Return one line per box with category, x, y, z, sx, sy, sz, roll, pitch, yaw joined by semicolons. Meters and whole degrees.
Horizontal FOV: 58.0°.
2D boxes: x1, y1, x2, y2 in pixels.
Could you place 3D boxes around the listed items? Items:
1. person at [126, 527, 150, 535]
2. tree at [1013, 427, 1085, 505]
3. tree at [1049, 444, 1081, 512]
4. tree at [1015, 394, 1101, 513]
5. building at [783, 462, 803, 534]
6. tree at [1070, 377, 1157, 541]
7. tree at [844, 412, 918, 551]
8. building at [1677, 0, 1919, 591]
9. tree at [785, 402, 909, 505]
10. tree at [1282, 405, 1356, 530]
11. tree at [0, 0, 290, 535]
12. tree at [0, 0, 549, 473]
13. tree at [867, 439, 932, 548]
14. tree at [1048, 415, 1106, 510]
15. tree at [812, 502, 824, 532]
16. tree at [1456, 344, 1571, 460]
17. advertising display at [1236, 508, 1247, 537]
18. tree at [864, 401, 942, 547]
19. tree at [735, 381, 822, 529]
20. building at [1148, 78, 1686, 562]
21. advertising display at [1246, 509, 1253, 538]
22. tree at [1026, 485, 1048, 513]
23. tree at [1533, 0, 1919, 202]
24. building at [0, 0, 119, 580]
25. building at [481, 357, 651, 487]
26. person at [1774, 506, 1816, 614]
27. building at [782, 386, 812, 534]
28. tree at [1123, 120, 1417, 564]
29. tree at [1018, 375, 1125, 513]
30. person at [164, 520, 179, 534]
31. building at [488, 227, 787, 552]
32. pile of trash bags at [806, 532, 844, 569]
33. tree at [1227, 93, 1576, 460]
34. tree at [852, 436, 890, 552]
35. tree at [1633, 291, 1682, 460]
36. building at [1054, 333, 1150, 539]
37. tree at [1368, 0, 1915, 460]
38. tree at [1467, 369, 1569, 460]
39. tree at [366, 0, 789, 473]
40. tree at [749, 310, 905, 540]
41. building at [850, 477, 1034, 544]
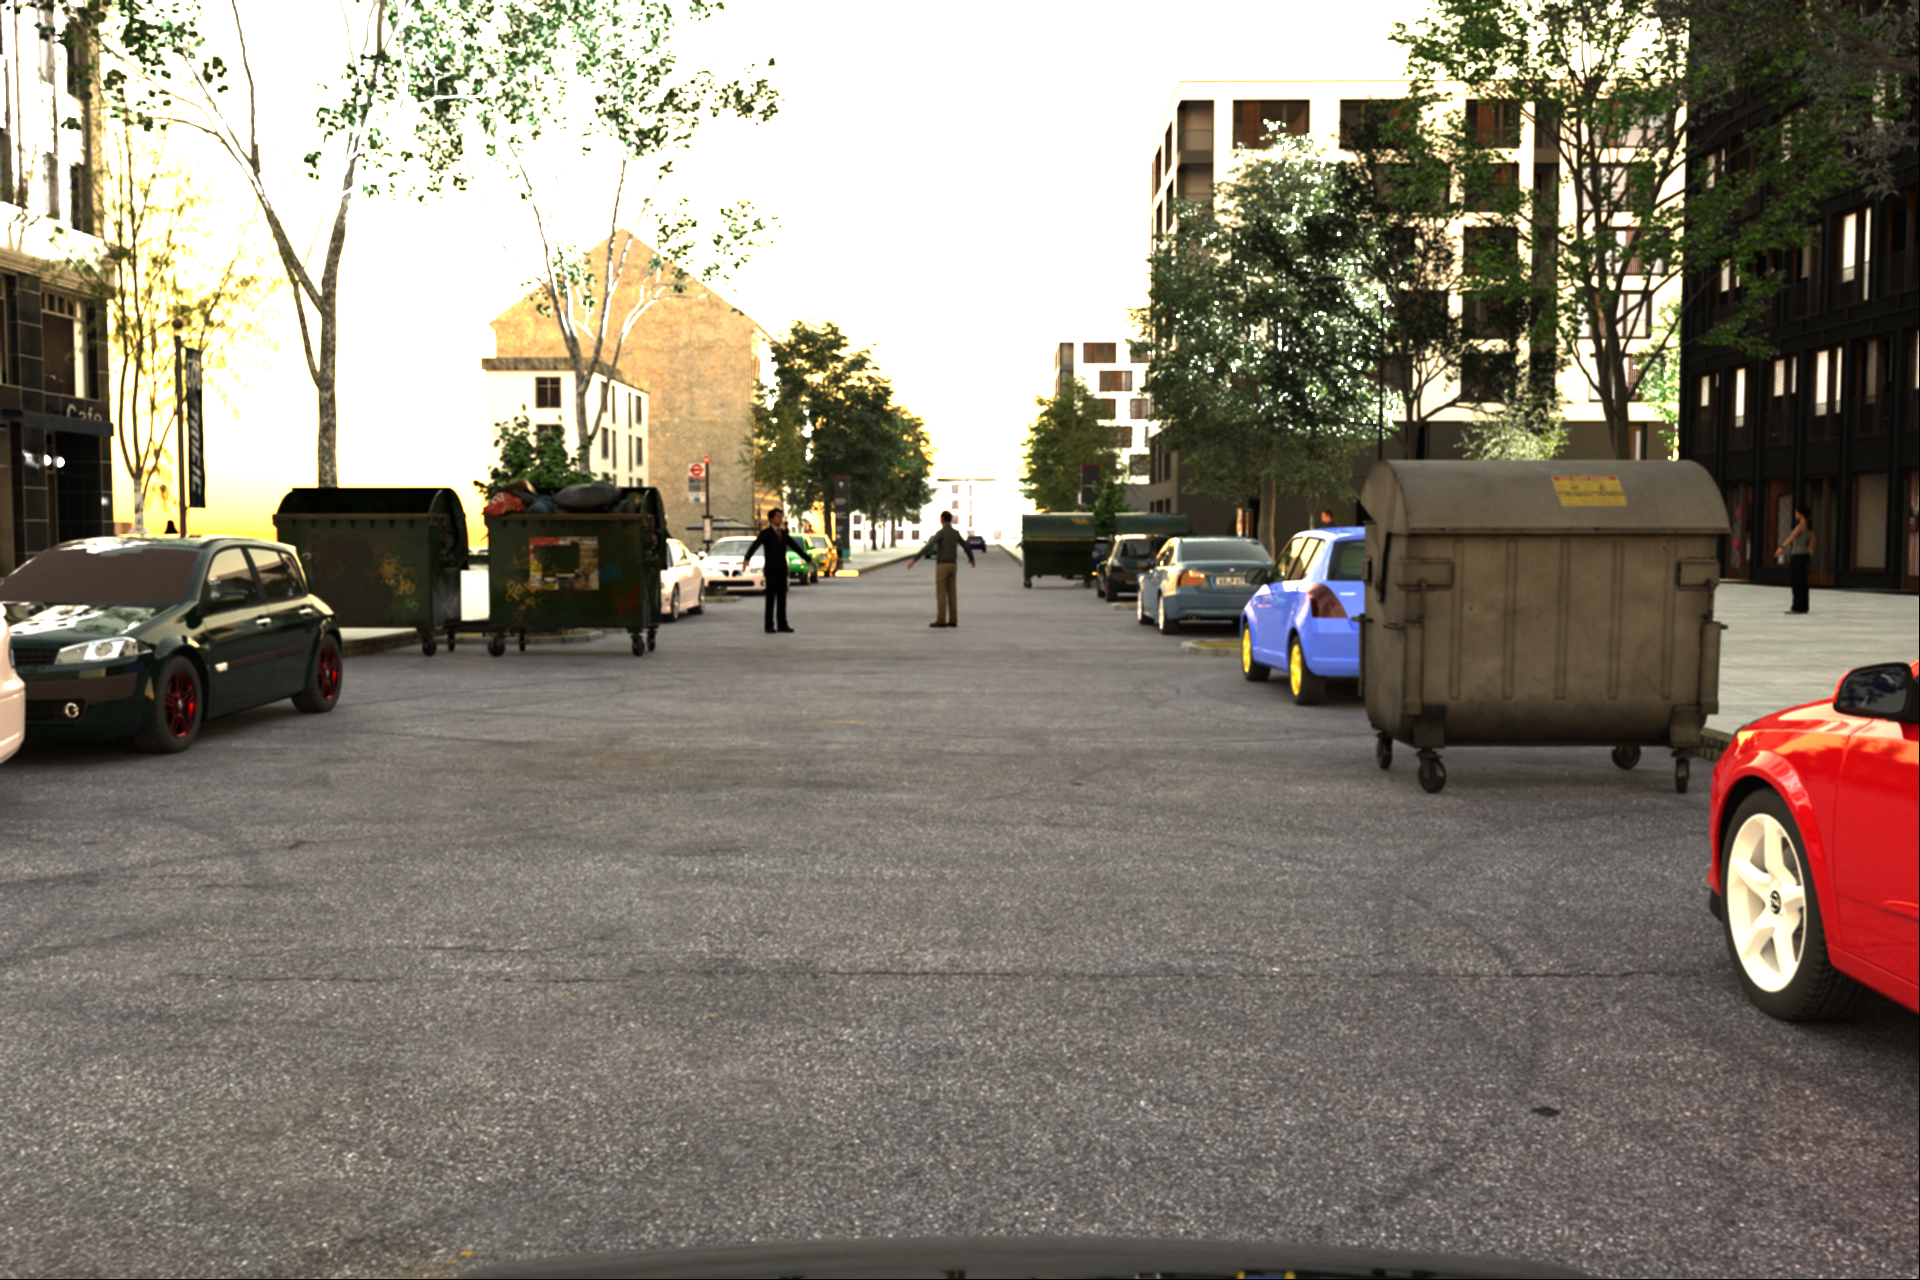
person;-20.835;-2.269;44.075;0.756;1.711;0.436;1;4;10
tree;8.529;-13.979;154.307;9.928;11.665;9.643;0;3;0
tree;8.755;-11.107;131.968;4.360;8.622;3.978;0;3;0
tree;8.319;-13.624;140.879;7.486;12.596;7.792;0;3;0
building;-21.479;-15.087;188.823;9.099;9.664;28.070;0;4;1
tree;6.914;-8.056;82.079;4.360;8.622;3.978;0;3;0
tree;-6.796;-12.798;135.003;9.928;11.665;9.643;0;3;0
building;25.766;-12.870;39.086;12.332;23.479;15.834;0;4;1
tree;-7.751;-11.049;115.071;8.767;10.594;7.601;0;4;-6
tree;14.594;-7.390;71.190;4.360;8.622;3.978;0;3;0
tree;-11.549;-4.481;23.628;4.360;8.622;3.978;0;3;0
tree;-13.007;-10.824;32.856;12.611;20.169;13.585;0;3;0
tree;-6.841;-13.482;154.835;8.767;10.594;7.601;-1;4;-11
tree;7.462;-9.551;106.523;4.737;8.622;4.395;0;3;0
tree;-19.546;-18.615;254.711;4.360;8.622;3.978;0;3;0
tree;21.456;-7.046;65.560;4.360;8.622;3.978;0;3;0
advertising display;7.113;-2.362;43.827;0.123;1.923;0.974;0;4;1
tree;-6.403;-15.874;166.192;9.857;13.997;8.962;0;3;0
tree;-8.402;-8.075;82.380;4.737;8.622;4.395;0;3;0
building;24.049;-15.317;94.412;27.936;21.610;32.646;0;4;1
advertising display;7.434;-2.424;44.849;0.123;1.923;0.974;0;4;0
tree;8.452;-13.097;164.504;4.737;8.622;4.395;0;3;0
tree;9.600;-6.310;13.536;12.009;13.543;11.850;0;3;0
building;-30.578;-15.768;37.403;16.754;29.471;25.880;0;4;1
building;-21.735;-9.434;96.389;9.099;9.664;28.070;0;4;1
person;13.443;-1.288;27.869;1.217;1.737;0.721;-3;5;-40
building;-24.591;-21.914;214.714;16.016;20.090;11.380;0;4;0
tree;9.875;-9.095;55.358;9.857;13.997;8.962;0;3;0
tree;7.935;-12.535;123.075;7.486;12.596;7.792;0;3;0
person;-25.222;-2.961;55.194;0.721;1.737;1.214;1;4;12
building;-23.991;-18.496;133.343;19.493;23.208;18.063;0;4;1
pile of trash bags;-5.202;-3.241;62.742;1.912;1.369;3.447;0;4;2
tree;9.563;-6.276;37.025;7.601;10.594;8.767;2;4;27
tree;-6.836;-10.614;123.902;4.737;8.622;4.395;0;3;0
tree;29.540;-8.593;66.255;9.928;11.665;9.643;0;3;0
building;24.261;-21.318;192.520;27.936;21.610;32.646;0;4;1
tree;9.724;-6.108;25.625;9.928;11.665;9.643;0;3;0
tree;24.342;-7.608;74.750;4.737;8.622;4.395;0;3;0
tree;-10.738;-11.845;49.550;12.611;20.169;13.585;0;3;0
tree;-7.430;-11.709;98.105;9.857;13.997;8.962;0;3;0
building;-3.296;-18.973;254.806;28.070;9.664;9.099;0;4;6
